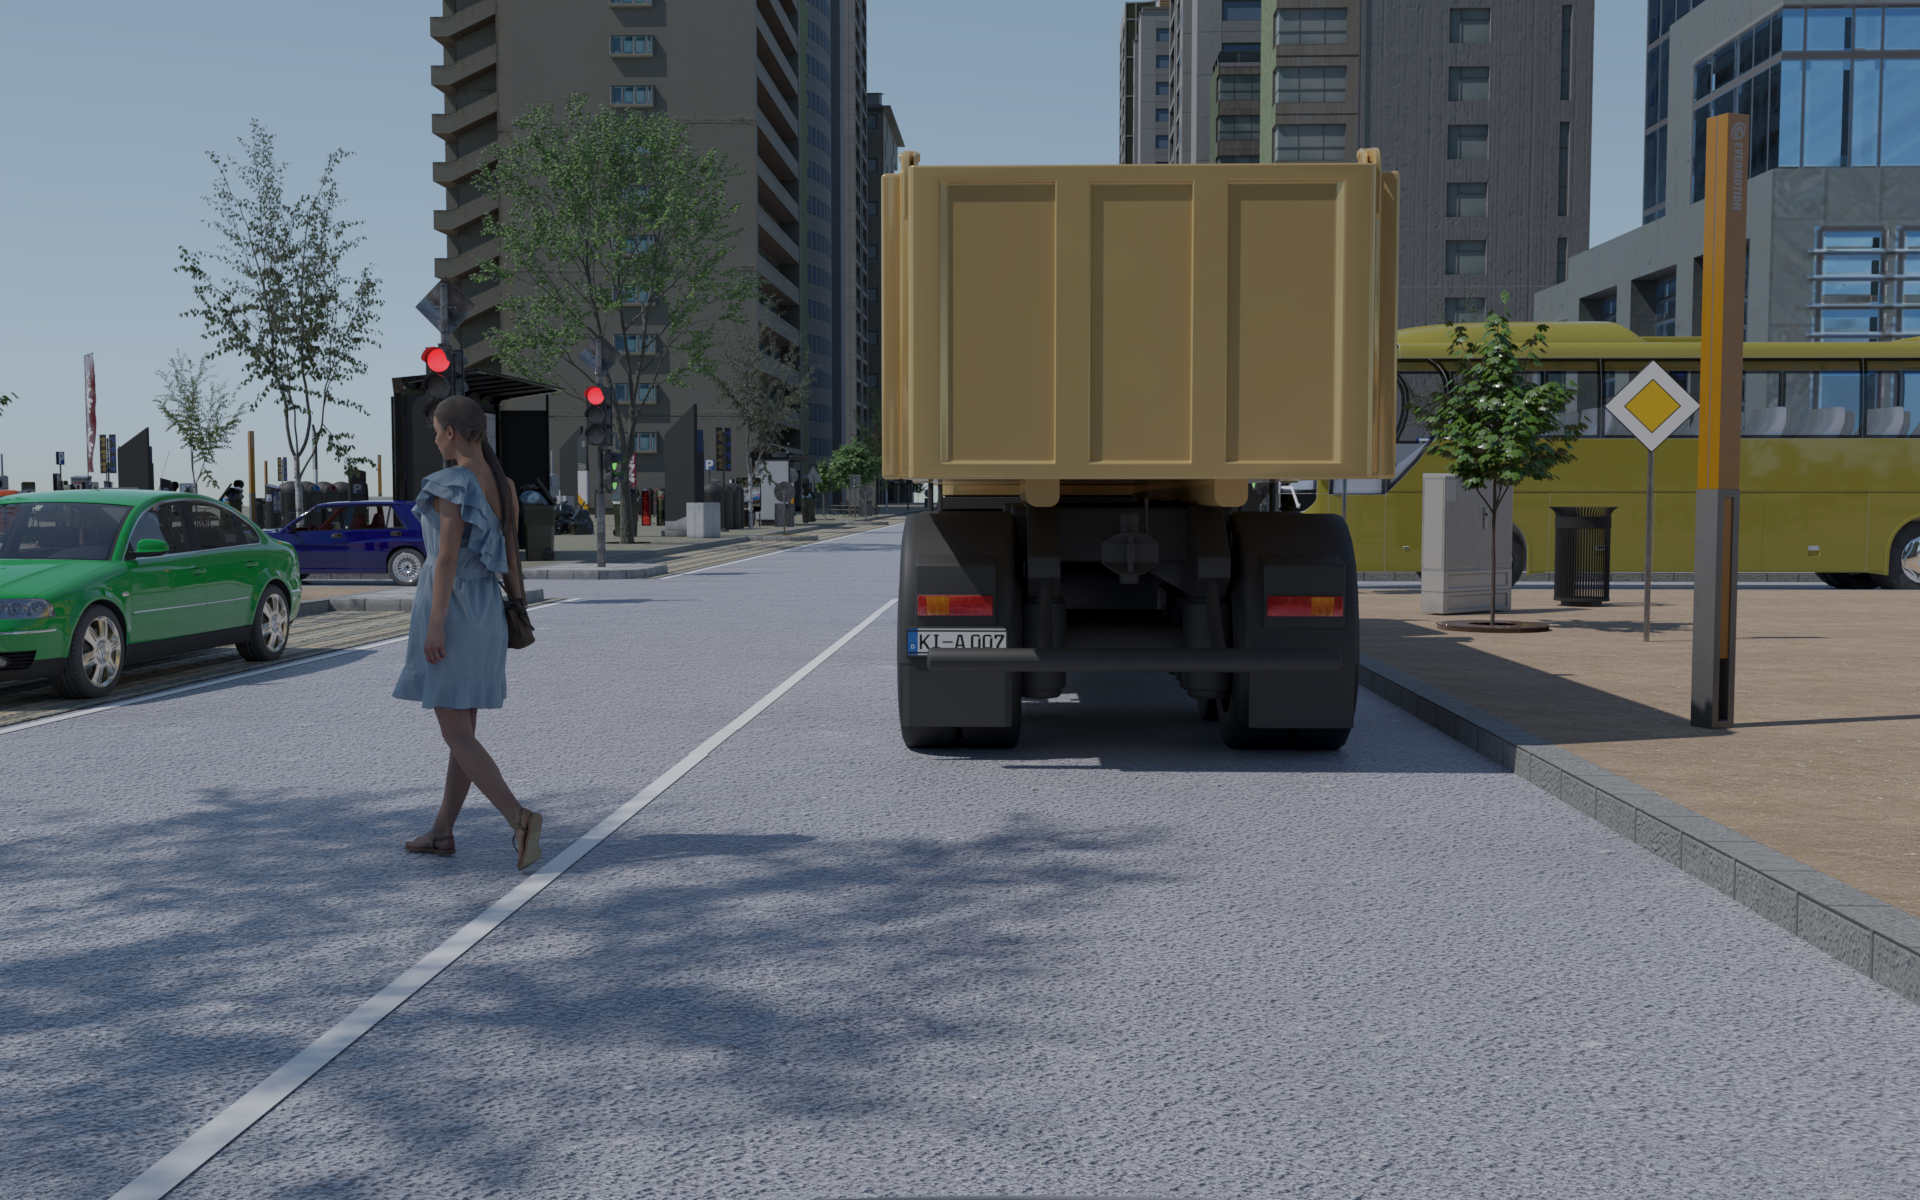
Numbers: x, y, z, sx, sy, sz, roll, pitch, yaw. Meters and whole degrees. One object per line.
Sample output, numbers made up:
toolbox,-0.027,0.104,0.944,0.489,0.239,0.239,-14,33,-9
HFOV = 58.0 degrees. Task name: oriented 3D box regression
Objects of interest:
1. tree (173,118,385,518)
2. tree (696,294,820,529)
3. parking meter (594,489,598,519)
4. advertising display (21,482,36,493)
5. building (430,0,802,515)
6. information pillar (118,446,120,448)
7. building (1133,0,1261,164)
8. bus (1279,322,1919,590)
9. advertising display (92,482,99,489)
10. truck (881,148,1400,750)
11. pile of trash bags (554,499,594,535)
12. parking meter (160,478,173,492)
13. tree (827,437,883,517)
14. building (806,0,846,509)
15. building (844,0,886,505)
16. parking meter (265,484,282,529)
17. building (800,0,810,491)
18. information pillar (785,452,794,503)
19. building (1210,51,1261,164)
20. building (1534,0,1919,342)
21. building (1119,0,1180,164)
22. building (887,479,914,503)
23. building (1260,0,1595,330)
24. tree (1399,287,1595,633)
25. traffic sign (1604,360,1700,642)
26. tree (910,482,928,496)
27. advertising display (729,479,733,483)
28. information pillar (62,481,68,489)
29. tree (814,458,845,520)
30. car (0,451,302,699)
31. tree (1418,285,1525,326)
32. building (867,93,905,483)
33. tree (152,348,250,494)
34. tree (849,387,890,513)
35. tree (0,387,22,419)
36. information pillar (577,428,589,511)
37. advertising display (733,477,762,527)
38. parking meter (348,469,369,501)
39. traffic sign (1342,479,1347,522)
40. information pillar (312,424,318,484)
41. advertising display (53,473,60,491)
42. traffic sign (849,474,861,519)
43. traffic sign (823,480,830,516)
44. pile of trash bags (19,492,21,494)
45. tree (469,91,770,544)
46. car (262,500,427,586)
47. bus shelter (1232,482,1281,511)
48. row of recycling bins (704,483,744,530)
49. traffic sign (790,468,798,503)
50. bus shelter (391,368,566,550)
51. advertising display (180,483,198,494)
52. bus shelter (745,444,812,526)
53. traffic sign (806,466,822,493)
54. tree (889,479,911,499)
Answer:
tree,-13.161,-5.127,34.184,4.360,8.622,3.978,0,3,0
tree,-7.396,-6.885,62.925,4.360,8.622,3.978,0,3,0
parking meter,-19.011,-5.050,90.974,0.372,1.533,0.369,0,3,0
advertising display,-48.547,-5.203,90.286,0.123,1.923,0.974,0,4,7
building,-22.698,-30.129,116.313,21.300,48.544,21.600,0,4,2
information pillar,-40.519,-5.664,83.958,0.504,3.616,0.183,0,4,-3
building,31.663,-41.003,212.397,21.231,58.520,28.212,0,4,2
bus,10.652,-2.062,25.262,12.252,3.916,2.896,0,4,1
advertising display,-45.991,-5.311,92.042,0.123,1.923,0.974,0,4,-6
truck,1.021,-1.065,13.345,3.469,3.379,9.791,0,4,2
pile of trash bags,-13.350,-2.732,54.417,3.447,1.369,1.912,-2,4,-32
parking meter,-28.086,-3.401,61.321,0.399,1.863,0.255,-1,4,-22
tree,-5.934,-6.900,96.522,4.285,4.588,4.351,0,3,0
building,-22.352,-37.604,156.830,21.231,58.520,28.212,0,4,2
building,-19.505,-47.061,207.704,20.563,71.187,20.611,0,4,2
parking meter,-17.080,-2.122,43.100,0.372,1.533,0.369,0,3,0
building,-19.657,-27.636,135.448,14.154,41.232,14.086,0,4,2
information pillar,-9.476,-6.408,96.126,0.504,3.616,0.183,0,4,7
building,23.576,-21.094,116.581,14.160,30.474,14.107,0,4,2
building,32.003,-44.643,42.584,31.000,86.520,22.319,0,4,2
building,31.584,-49.763,251.870,20.563,71.187,20.611,0,4,2
building,-14.226,-29.483,253.745,14.160,30.474,14.107,0,4,2
building,21.236,-24.428,82.987,14.154,41.232,14.086,0,4,2
tree,5.056,-1.323,16.231,1.663,3.219,1.824,0,3,0
traffic sign,5.959,-0.843,14.972,0.795,2.450,0.064,1,4,10
tree,-3.663,-9.892,156.337,1.663,3.219,1.824,0,3,0
advertising display,-9.577,-4.126,72.676,0.123,1.923,0.974,-1,4,-14
information pillar,-48.636,-5.477,94.048,0.304,2.012,0.304,1,4,23
tree,-6.696,-5.527,84.974,1.663,3.219,1.824,0,3,0
car,-6.800,-0.287,13.486,1.959,1.807,4.718,0,4,2
tree,17.212,-6.754,60.788,4.360,8.622,3.978,0,3,0
building,-22.480,-39.338,232.414,28.713,52.752,27.495,0,4,2
tree,-38.798,-8.432,88.221,4.737,8.622,4.395,0,3,0
tree,-5.109,-10.064,114.910,4.737,8.622,4.395,0,3,0
tree,-9.243,-1.232,14.745,1.663,3.219,1.824,0,3,0
information pillar,-13.419,-4.303,61.713,0.504,3.616,0.183,3,4,38
advertising display,-8.201,-3.795,67.264,0.974,1.923,0.123,0,4,2
parking meter,-12.868,-1.918,37.074,0.399,1.863,0.255,-1,4,-16
traffic sign,5.038,-1.258,22.706,0.606,2.300,0.079,1,4,12
information pillar,-21.587,-4.076,57.995,0.183,3.616,0.504,-2,4,-31
advertising display,-27.910,-2.956,53.541,0.123,1.923,0.974,-1,4,-23
traffic sign,-5.486,-5.405,90.494,0.606,2.300,0.079,1,4,9
traffic sign,-7.925,-6.132,100.372,0.768,2.556,0.104,1,4,8
pile of trash bags,-18.717,-1.660,36.895,3.447,1.369,1.912,-1,4,-13
tree,-8.636,-7.265,44.542,9.928,11.665,9.643,0,3,0
car,-9.833,-0.926,27.727,3.894,1.354,1.945,0,4,3
bus shelter,6.557,-2.801,37.083,1.731,3.624,6.357,0,4,2
row of recycling bins,-8.646,-3.444,63.428,1.069,1.692,3.534,1,4,8
traffic sign,-8.204,-5.110,83.647,0.768,2.556,0.104,0,4,8
bus shelter,-9.741,-2.708,35.553,1.731,3.624,6.357,0,4,2
advertising display,-45.363,-5.914,101.901,0.974,1.923,0.123,-1,4,-13
bus shelter,-7.519,-4.790,72.237,2.014,3.302,5.546,0,4,2
traffic sign,-6.800,-4.902,80.147,0.884,2.594,0.081,1,4,11
tree,-4.618,-12.326,151.887,4.360,8.622,3.978,0,3,0
